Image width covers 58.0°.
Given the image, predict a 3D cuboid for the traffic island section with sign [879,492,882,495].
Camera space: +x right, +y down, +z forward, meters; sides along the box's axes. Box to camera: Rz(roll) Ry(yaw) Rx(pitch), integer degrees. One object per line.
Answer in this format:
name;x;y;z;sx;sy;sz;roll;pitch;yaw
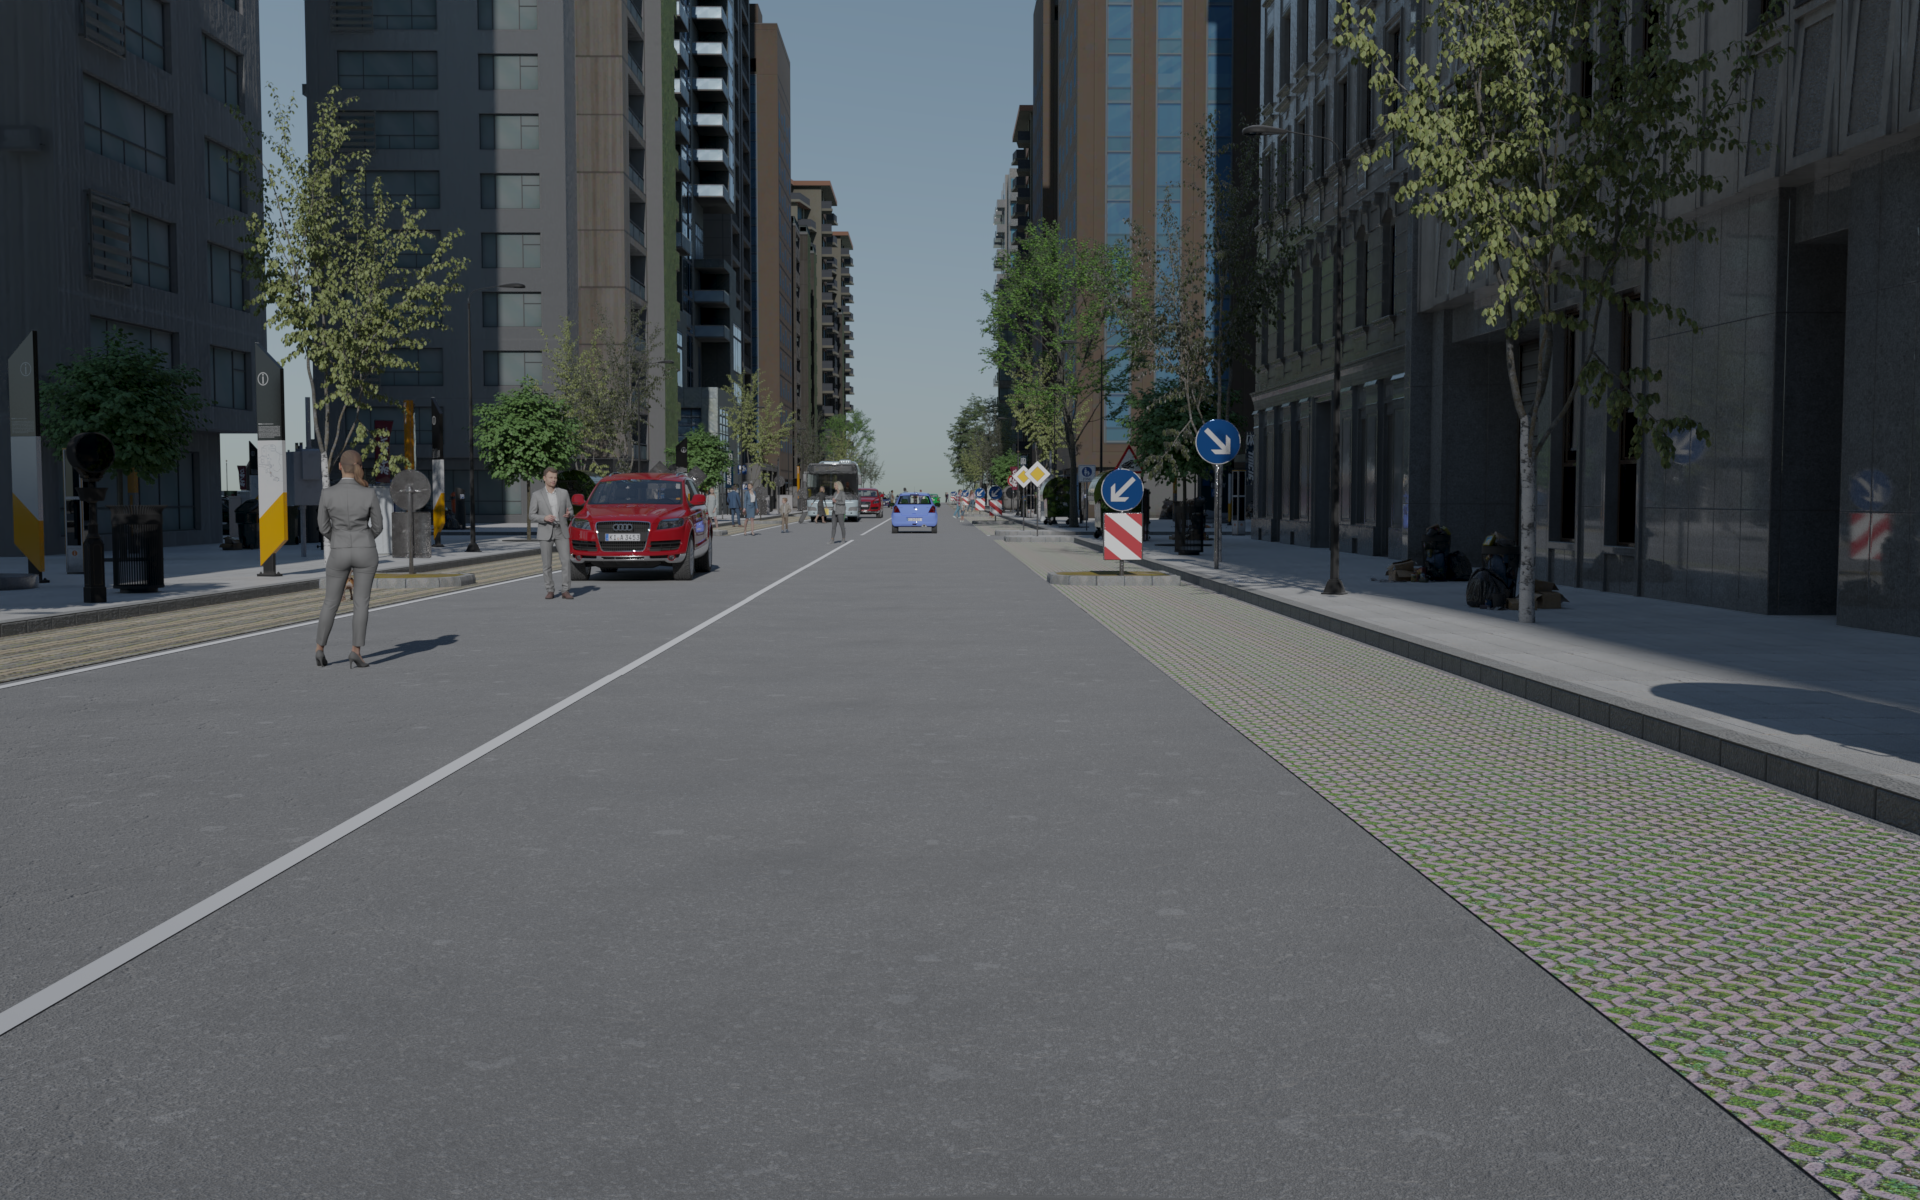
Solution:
traffic island section with sign;-12.398;-15.977;269.854;1.989;1.847;2.006;0;4;-1

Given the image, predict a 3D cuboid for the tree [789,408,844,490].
tree;-12.866;-12.209;149.982;4.360;8.622;3.978;0;3;0

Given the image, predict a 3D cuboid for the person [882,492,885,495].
person;-11.814;-15.791;266.819;1.348;1.807;0.705;0;4;3

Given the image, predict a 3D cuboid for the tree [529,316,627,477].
tree;-15.603;-7.387;71.141;4.737;8.622;4.395;0;3;0

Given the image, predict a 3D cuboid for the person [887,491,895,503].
person;-9.877;-14.387;243.804;1.350;1.814;0.705;0;4;-6

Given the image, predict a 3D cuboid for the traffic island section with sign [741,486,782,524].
traffic island section with sign;-9.551;-4.562;83.219;1.989;1.847;2.006;0;4;-1

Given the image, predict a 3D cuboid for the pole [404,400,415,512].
pole;-11.960;-2.679;37.647;0.158;3.312;0.155;0;3;0

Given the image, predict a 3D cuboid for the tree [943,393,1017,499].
tree;2.768;-19.094;218.839;9.857;13.997;8.962;0;3;0

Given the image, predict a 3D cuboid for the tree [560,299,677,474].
tree;-12.646;-6.982;64.513;4.360;8.622;3.978;0;3;0

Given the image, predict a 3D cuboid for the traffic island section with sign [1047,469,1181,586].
traffic island section with sign;2.418;-1.172;27.794;1.989;1.847;2.006;0;4;-1

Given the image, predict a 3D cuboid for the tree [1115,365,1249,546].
tree;5.479;-3.622;42.929;4.285;4.588;4.351;0;3;0

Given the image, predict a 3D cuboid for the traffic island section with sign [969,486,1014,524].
traffic island section with sign;1.571;-4.543;82.904;1.989;1.847;2.006;0;4;-1

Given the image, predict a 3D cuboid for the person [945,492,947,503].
person;-2.187;-16.695;282.288;0.721;1.723;1.217;2;4;25

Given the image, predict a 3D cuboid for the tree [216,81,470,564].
tree;-11.401;-4.961;31.471;4.737;8.622;4.395;0;3;0

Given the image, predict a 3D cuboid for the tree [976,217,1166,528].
tree;4.207;-8.577;65.986;9.928;11.665;9.643;0;3;0

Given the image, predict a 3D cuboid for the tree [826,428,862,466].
tree;-13.114;-14.879;193.638;4.737;8.622;4.395;0;3;0

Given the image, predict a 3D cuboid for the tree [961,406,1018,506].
tree;2.938;-11.834;143.845;4.360;8.622;3.978;0;3;0

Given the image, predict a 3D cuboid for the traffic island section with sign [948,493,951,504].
traffic island section with sign;-0.021;-10.939;187.477;1.989;1.847;2.006;0;4;-1

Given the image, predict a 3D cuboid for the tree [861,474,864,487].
tree;-14.089;-14.692;223.928;4.285;4.588;4.351;0;3;0

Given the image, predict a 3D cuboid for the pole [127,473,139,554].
pole;-17.794;-2.655;37.245;0.158;3.312;0.155;0;3;0

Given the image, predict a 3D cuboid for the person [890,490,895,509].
person;-6.430;-9.559;164.789;0.705;1.824;1.348;-1;4;-14

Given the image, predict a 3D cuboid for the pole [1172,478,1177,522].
pole;9.990;-5.298;80.462;0.158;3.312;0.155;0;3;0

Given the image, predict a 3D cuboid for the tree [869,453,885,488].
tree;-14.520;-18.949;260.174;4.360;8.622;3.978;0;3;0

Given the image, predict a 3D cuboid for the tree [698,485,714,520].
tree;-12.764;-5.560;85.515;1.663;3.219;1.824;0;3;0

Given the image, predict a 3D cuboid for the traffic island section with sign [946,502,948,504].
traffic island section with sign;-0.856;-14.304;242.494;1.989;1.847;2.006;0;4;-1

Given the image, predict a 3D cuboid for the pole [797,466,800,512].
pole;-11.808;-8.123;126.659;0.158;3.312;0.155;0;3;0

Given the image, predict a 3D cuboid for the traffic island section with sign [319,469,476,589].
traffic island section with sign;-8.693;-1.126;27.044;1.989;1.847;2.006;0;4;-1

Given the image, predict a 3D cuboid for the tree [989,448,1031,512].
tree;3.681;-8.535;123.256;4.285;4.588;4.351;0;3;0

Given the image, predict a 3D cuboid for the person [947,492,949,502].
person;-2.140;-17.433;294.450;0.530;1.710;0.541;-2;4;-29

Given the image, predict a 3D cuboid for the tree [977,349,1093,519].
tree;4.204;-8.359;87.031;4.737;8.622;4.395;0;3;0

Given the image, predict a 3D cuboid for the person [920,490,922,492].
person;-3.472;-9.056;156.437;0.599;1.838;0.709;0;4;1

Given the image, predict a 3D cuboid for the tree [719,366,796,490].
tree;-11.819;-9.134;99.706;4.737;8.622;4.395;0;3;0

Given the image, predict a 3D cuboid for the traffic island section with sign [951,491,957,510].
traffic island section with sign;0.391;-9.266;160.127;1.989;1.847;2.006;0;4;-1

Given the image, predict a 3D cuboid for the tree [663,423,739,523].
tree;-11.604;-5.785;78.293;4.285;4.588;4.351;0;3;0

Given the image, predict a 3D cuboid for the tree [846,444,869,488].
tree;-14.710;-17.310;233.375;4.360;8.622;3.978;0;3;0

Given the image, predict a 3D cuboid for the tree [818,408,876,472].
tree;-13.580;-17.273;208.169;9.928;11.665;9.643;0;3;0

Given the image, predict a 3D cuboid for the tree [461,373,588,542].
tree;-11.844;-3.877;47.103;4.285;4.588;4.351;0;3;0

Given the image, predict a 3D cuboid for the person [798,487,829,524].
person;-7.110;-4.615;84.171;1.509;1.804;0.699;-1;4;-13

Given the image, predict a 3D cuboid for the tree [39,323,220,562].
tree;-16.121;-3.040;33.417;4.285;4.588;4.351;0;3;0

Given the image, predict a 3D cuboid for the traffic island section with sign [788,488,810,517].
traffic island section with sign;-9.973;-6.211;110.171;1.989;1.847;2.006;0;4;-1

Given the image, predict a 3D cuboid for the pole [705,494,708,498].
pole;-14.940;-6.618;102.047;0.158;3.312;0.155;0;3;0

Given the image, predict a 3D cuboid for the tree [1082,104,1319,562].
tree;4.743;-5.046;32.860;4.360;8.622;3.978;0;3;0

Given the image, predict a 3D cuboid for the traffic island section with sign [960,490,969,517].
traffic island section with sign;1.146;-6.220;110.330;1.989;1.847;2.006;0;4;-1

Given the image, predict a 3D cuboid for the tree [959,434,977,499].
tree;2.118;-15.758;208.012;4.737;8.622;4.395;0;3;0

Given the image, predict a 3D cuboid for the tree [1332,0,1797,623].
tree;5.634;-4.065;16.826;4.737;8.622;4.395;0;3;0
